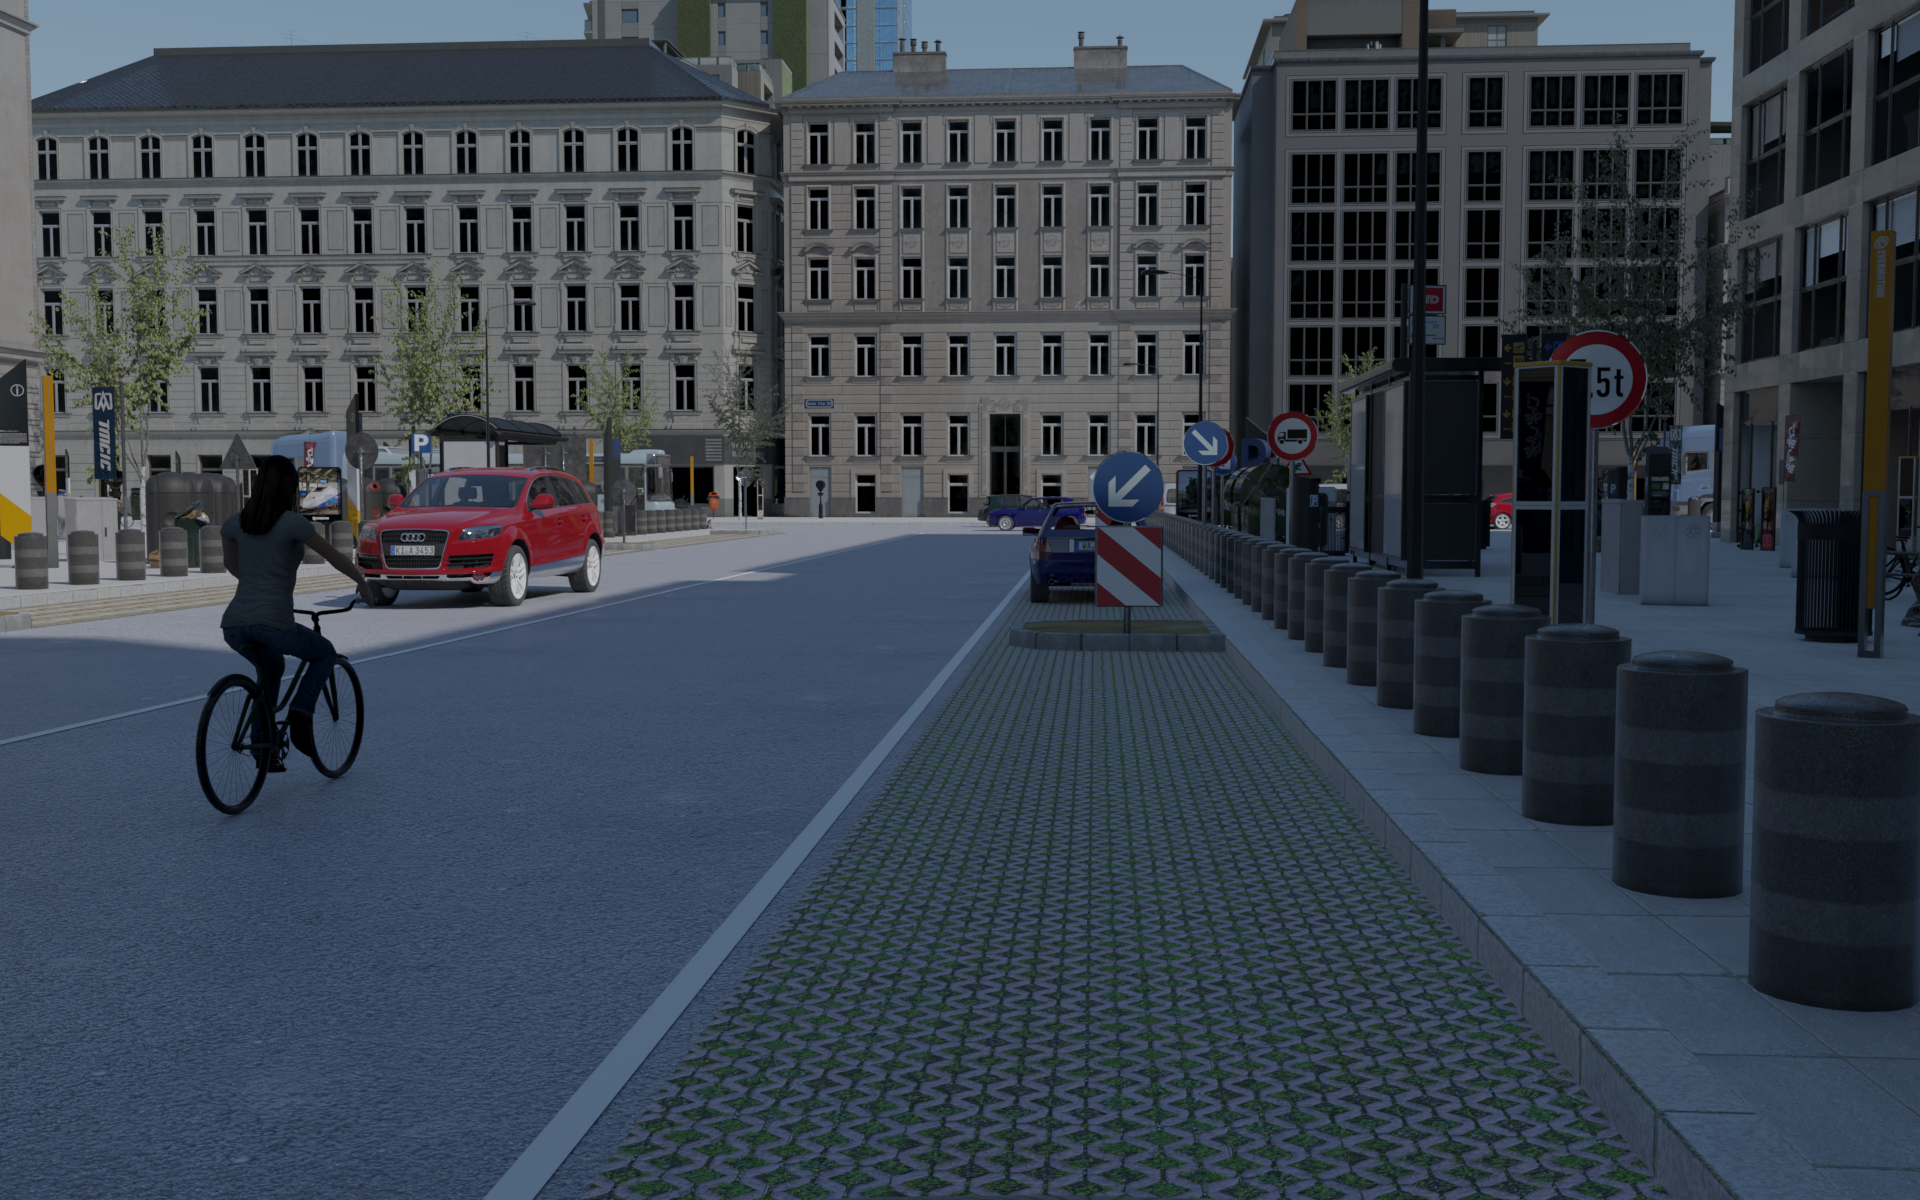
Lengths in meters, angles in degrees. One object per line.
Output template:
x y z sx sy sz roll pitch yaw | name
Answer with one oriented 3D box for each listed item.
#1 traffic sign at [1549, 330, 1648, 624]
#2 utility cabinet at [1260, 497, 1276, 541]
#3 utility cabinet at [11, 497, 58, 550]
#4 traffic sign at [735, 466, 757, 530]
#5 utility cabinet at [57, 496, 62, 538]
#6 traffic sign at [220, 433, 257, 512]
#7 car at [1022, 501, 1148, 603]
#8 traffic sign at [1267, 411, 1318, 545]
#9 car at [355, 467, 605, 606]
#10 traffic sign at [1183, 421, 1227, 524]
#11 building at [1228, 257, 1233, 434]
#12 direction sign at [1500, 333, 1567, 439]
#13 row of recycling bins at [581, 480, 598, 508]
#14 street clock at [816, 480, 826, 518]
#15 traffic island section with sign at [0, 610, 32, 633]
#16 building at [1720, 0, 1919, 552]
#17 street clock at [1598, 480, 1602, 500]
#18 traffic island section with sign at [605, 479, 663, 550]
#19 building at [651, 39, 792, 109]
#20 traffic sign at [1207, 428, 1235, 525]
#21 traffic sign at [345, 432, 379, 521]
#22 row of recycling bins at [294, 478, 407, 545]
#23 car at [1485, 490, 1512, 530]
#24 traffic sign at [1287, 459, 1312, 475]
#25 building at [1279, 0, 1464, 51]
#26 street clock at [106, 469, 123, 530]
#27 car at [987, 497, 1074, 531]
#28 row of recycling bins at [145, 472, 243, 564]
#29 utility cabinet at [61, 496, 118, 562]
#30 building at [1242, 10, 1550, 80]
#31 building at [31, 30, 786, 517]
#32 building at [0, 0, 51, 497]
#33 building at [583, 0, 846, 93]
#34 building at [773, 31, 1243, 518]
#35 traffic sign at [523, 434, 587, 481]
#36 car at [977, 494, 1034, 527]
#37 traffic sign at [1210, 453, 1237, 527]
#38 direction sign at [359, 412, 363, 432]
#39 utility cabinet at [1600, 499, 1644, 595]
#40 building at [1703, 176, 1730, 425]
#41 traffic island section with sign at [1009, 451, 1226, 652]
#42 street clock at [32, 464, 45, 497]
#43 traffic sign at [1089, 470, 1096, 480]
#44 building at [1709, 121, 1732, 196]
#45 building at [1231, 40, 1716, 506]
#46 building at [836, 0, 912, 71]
4.945 -0.822 13.547 0.768 2.556 0.104 1 4 9 | traffic sign
6.198 -1.447 34.828 0.306 1.237 1.020 1 4 11 | utility cabinet
-21.484 -1.761 39.956 1.020 1.237 0.306 -1 4 -18 | utility cabinet
-7.724 -3.601 62.516 0.795 2.450 0.064 0 4 4 | traffic sign
-26.663 -2.473 51.589 0.306 1.237 1.020 -1 4 -23 | utility cabinet
-15.428 -2.263 37.008 0.884 2.594 0.081 1 4 13 | traffic sign
1.833 -0.700 24.020 1.945 1.354 3.894 0 4 3 | car
5.103 -1.621 26.616 0.768 2.556 0.104 1 4 14 | traffic sign
-6.477 -0.928 23.845 2.281 1.827 5.304 0 4 5 | car
4.274 -1.843 30.242 0.768 2.556 0.104 1 4 8 | traffic sign
47.245 -35.018 264.420 23.993 40.220 32.217 0 4 4 | building
8.099 -1.989 24.522 0.876 3.537 0.379 1 4 21 | direction sign
-11.841 -2.710 51.419 1.069 1.692 3.534 1 4 19 | row of recycling bins
-7.323 -5.288 91.032 0.471 2.002 0.358 1 4 22 | street clock
-10.901 -0.573 18.000 1.989 1.847 2.006 0 4 4 | traffic island section with sign
28.634 -13.667 27.970 19.350 26.468 34.151 0 4 4 | building
32.274 -5.045 87.056 0.471 2.002 0.358 -3 5 -40 | street clock
-8.806 -2.217 44.874 1.989 1.847 2.006 0 4 4 | traffic island section with sign
-23.415 -29.057 158.669 14.154 41.232 14.086 0 4 4 | building
4.787 -1.991 32.656 0.768 2.556 0.104 1 4 12 | traffic sign
-12.356 -2.180 35.755 0.768 2.556 0.104 1 4 12 | traffic sign
-15.326 -2.238 43.707 1.069 1.692 3.534 1 4 21 | row of recycling bins
23.305 -3.753 70.407 4.494 1.783 2.155 0 4 3 | car
9.602 -3.024 49.449 0.884 2.594 0.081 0 4 5 | traffic sign
35.999 -30.868 154.803 14.600 45.320 14.200 0 4 4 | building
-27.611 -3.179 56.550 0.471 2.002 0.358 2 4 28 | street clock
3.021 -3.362 67.547 3.894 1.354 1.945 0 4 6 | car
-14.682 -1.601 33.293 1.069 1.692 3.534 0 4 -7 | row of recycling bins
-16.616 -1.346 33.166 0.306 1.237 1.020 1 4 18 | utility cabinet
46.265 -36.690 189.113 28.713 52.752 27.495 0 4 4 | building
-31.471 -20.018 103.713 44.131 29.872 17.030 0 4 4 | building
-36.462 -12.763 44.827 21.152 22.565 11.583 0 4 4 | building
-27.656 -40.170 198.773 28.212 58.520 21.231 0 4 4 | building
2.879 -18.456 99.020 25.104 27.353 12.463 0 4 4 | building
-13.868 -3.999 59.255 2.265 3.308 0.079 1 4 9 | traffic sign
2.854 -4.007 75.303 4.222 1.686 2.009 0 4 3 | car
7.146 -2.880 47.202 0.768 2.556 0.104 1 4 9 | traffic sign
-16.772 -3.449 48.386 0.379 3.537 0.876 -2 4 -30 | direction sign
8.615 -0.696 22.539 0.306 1.237 1.020 0 4 7 | utility cabinet
51.804 -15.513 95.439 24.055 21.916 13.314 0 4 4 | building
1.492 -0.489 16.620 1.989 1.847 2.006 0 4 4 | traffic island section with sign
-22.293 -2.300 42.183 0.471 2.002 0.358 -2 4 -32 | street clock
4.980 -3.539 61.505 0.795 2.450 0.064 0 4 4 | traffic sign
82.141 -31.145 192.812 14.086 41.232 14.154 0 4 4 | building
27.867 -18.590 97.448 24.014 27.812 14.314 0 4 4 | building
-18.742 -58.160 263.584 31.000 86.520 22.319 0 4 4 | building
